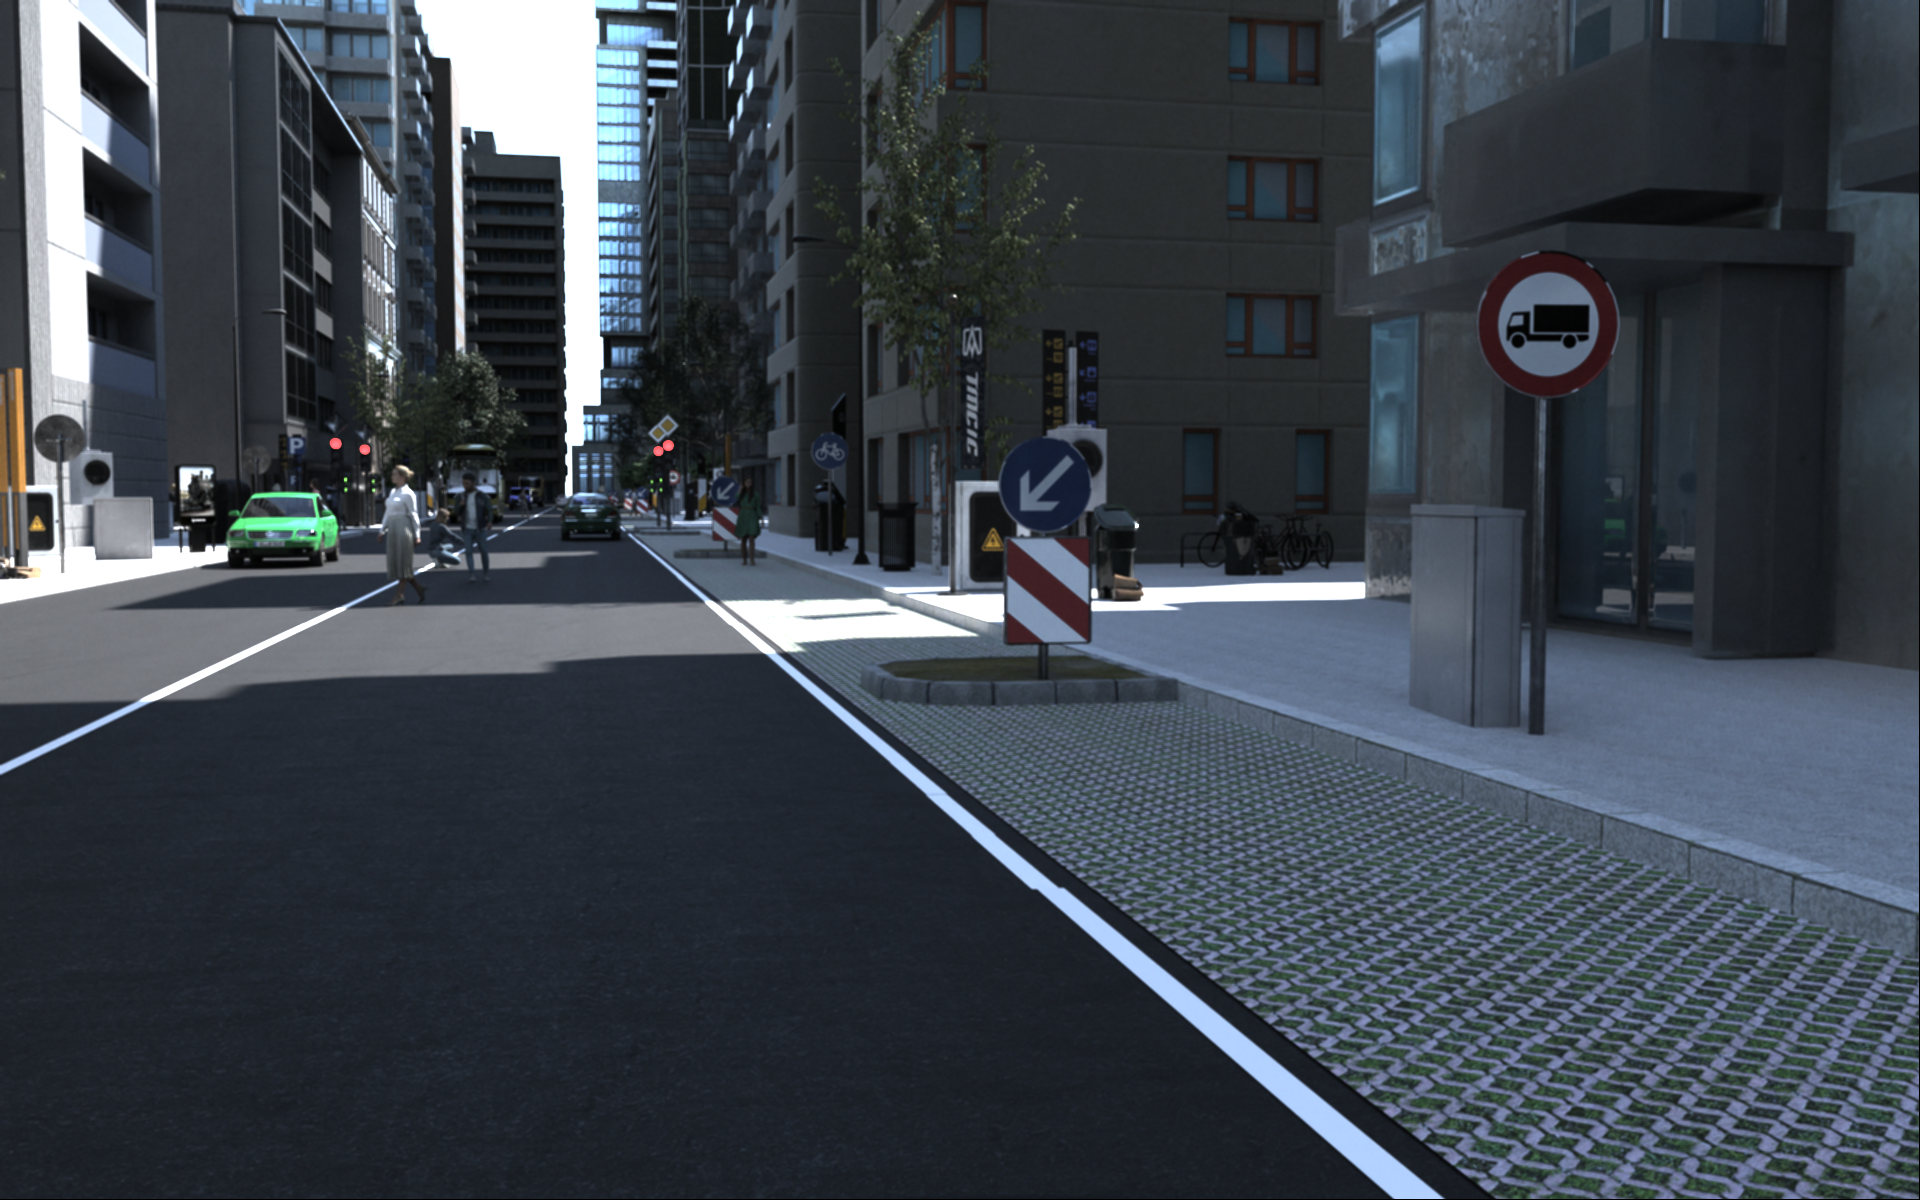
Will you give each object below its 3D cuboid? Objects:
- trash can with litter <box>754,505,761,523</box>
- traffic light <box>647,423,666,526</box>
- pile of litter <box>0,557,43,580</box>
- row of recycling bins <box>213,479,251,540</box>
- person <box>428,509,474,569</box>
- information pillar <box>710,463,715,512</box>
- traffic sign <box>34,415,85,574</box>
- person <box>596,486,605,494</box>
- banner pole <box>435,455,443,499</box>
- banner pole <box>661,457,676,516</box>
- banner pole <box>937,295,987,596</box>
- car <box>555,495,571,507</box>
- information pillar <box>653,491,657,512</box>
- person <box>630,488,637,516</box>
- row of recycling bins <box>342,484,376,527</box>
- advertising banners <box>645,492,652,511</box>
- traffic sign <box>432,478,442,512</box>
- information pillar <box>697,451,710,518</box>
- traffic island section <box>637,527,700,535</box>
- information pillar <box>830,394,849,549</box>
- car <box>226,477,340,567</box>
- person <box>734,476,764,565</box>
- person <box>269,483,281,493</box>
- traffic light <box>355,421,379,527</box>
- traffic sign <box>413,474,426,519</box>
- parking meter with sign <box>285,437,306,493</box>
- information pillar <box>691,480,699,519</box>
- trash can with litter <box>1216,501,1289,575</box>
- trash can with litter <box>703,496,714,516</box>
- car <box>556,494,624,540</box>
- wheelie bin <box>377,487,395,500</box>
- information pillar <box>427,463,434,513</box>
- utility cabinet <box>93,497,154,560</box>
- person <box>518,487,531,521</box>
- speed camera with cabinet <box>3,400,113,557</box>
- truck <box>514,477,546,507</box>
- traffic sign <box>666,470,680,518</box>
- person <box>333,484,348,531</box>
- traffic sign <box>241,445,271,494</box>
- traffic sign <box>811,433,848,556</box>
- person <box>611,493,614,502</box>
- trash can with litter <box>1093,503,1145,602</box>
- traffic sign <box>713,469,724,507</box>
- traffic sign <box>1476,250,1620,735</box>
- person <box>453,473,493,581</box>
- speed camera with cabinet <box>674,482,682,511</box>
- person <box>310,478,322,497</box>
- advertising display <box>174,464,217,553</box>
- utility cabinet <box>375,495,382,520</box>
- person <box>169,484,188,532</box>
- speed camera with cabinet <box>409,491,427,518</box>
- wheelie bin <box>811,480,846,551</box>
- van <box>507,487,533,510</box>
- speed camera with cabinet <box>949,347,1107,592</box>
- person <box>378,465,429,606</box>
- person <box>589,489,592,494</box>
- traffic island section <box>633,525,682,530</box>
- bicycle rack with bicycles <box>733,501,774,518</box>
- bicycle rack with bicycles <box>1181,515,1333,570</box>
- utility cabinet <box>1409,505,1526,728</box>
[{"bbox_3d":[-8.819,-3.735,72.460,1.055,1.170,0.624,3,5,39],"label":"trash can with litter"},{"bbox_3d":[-11.997,-4.885,68.787,0.839,4.253,0.868,-1,4,-12],"label":"traffic light"},{"bbox_3d":[-14.700,-0.767,26.506,1.176,0.858,1.719,-2,4,-32],"label":"pile of litter"},{"bbox_3d":[-20.552,-2.533,48.522,1.069,1.692,3.534,-2,4,-29],"label":"row of recycling bins"},{"bbox_3d":[-10.000,-1.199,33.598,0.738,1.151,1.012,-3,5,-41],"label":"person"},{"bbox_3d":[-17.974,-8.191,125.274,0.504,3.616,0.183,-3,4,-36],"label":"information pillar"},{"bbox_3d":[-14.420,-1.691,27.762,0.768,2.556,0.104,0,4,-8],"label":"traffic sign"},{"bbox_3d":[-15.659,-4.091,75.573,0.537,1.800,0.526,1,4,13],"label":"person"},{"bbox_3d":[-33.166,-7.357,110.302,0.401,3.779,0.863,1,4,23],"label":"banner pole"},{"bbox_3d":[-17.059,-6.828,101.658,0.863,3.779,0.401,0,4,7],"label":"banner pole"},{"bbox_3d":[0.054,-1.936,21.667,0.401,3.779,0.863,-3,5,-39],"label":"banner pole"},{"bbox_3d":[-40.336,-10.060,176.848,2.083,1.381,4.827,-1,4,-14],"label":"car"},{"bbox_3d":[-21.355,-7.960,121.498,0.183,3.616,0.504,3,4,37],"label":"information pillar"},{"bbox_3d":[-20.858,-6.240,110.747,0.641,1.798,0.478,3,4,36],"label":"person"},{"bbox_3d":[-24.006,-3.805,69.318,1.069,1.692,3.534,-1,4,-11],"label":"row of recycling bins"},{"bbox_3d":[-24.112,-8.481,134.849,0.090,3.025,2.074,-2,4,-34],"label":"advertising banners"},{"bbox_3d":[-32.456,-6.444,107.485,0.606,2.300,0.079,0,4,-4],"label":"traffic sign"},{"bbox_3d":[-13.977,-6.262,93.745,0.504,3.616,0.183,1,4,18],"label":"information pillar"},{"bbox_3d":[-10.253,-2.375,61.108,2.009,0.180,2.903,-1,4,-12],"label":"traffic island section"},{"bbox_3d":[-2.827,-2.997,40.348,0.183,3.616,0.504,3,4,36],"label":"information pillar"},{"bbox_3d":[-13.810,-1.630,35.443,1.959,1.807,4.718,-1,4,-14],"label":"car"},{"bbox_3d":[-4.231,-1.585,34.666,0.600,1.795,0.529,-1,4,-15],"label":"person"},{"bbox_3d":[-23.784,-3.152,60.226,0.537,1.800,0.526,-1,4,-15],"label":"person"},{"bbox_3d":[-22.753,-4.741,66.432,0.839,4.253,0.868,-1,4,-12],"label":"traffic light"},{"bbox_3d":[-28.073,-5.374,89.996,0.606,2.300,0.079,-1,4,-12],"label":"traffic sign"},{"bbox_3d":[-20.637,-3.513,53.699,0.543,3.016,1.738,-2,4,-26],"label":"parking meter with sign"},{"bbox_3d":[-13.400,-5.083,87.606,0.304,2.012,0.304,-2,4,-25],"label":"information pillar"},{"bbox_3d":[4.651,-0.986,27.515,1.055,1.170,0.624,-1,4,-12],"label":"trash can with litter"},{"bbox_3d":[-14.358,-5.435,99.920,1.678,1.210,2.233,-2,4,-29],"label":"trash can with litter"},{"bbox_3d":[-11.748,-2.648,55.086,2.131,1.459,4.920,-1,4,-12],"label":"car"},{"bbox_3d":[-26.323,-4.395,79.765,0.980,1.594,0.693,-1,4,-14],"label":"wheelie bin"},{"bbox_3d":[-36.437,-7.823,119.267,0.504,3.616,0.183,-2,4,-27],"label":"information pillar"},{"bbox_3d":[-16.345,-1.388,33.858,1.020,1.237,0.306,-1,4,-21],"label":"utility cabinet"},{"bbox_3d":[-23.022,-5.061,91.582,0.599,1.781,0.374,1,4,21],"label":"person"},{"bbox_3d":[-18.688,-2.541,35.873,0.660,3.252,2.038,3,4,38],"label":"speed camera with cabinet"},{"bbox_3d":[-48.046,-12.125,194.160,3.469,3.379,9.791,-1,4,-12],"label":"truck"},{"bbox_3d":[-15.116,-5.581,91.359,0.768,2.556,0.104,0,4,-3],"label":"traffic sign"},{"bbox_3d":[-23.150,-3.404,64.252,0.767,1.812,0.694,0,4,3],"label":"person"},{"bbox_3d":[-18.410,-2.765,45.314,0.768,2.556,0.104,0,4,-4],"label":"traffic sign"},{"bbox_3d":[-2.701,-2.197,36.029,0.768,2.556,0.104,0,4,-5],"label":"traffic sign"},{"bbox_3d":[-27.148,-7.594,135.257,0.503,1.515,0.523,2,4,32],"label":"person"},{"bbox_3d":[2.003,-0.592,21.070,0.624,1.170,1.055,-1,4,-12],"label":"trash can with litter"},{"bbox_3d":[-9.457,-4.061,68.527,0.606,2.300,0.079,0,4,-8],"label":"traffic sign"},{"bbox_3d":[3.080,-0.555,9.177,0.768,2.556,0.104,0,4,-4],"label":"traffic sign"},{"bbox_3d":[-8.004,-1.202,28.494,0.623,1.781,0.721,-1,4,-19],"label":"person"},{"bbox_3d":[-21.389,-8.381,131.363,0.660,3.252,2.038,0,4,-7],"label":"speed camera with cabinet"},{"bbox_3d":[-16.204,-2.136,43.428,0.388,1.821,0.555,-2,4,-33],"label":"person"},{"bbox_3d":[-16.664,-1.993,37.793,0.123,1.923,0.974,2,4,27],"label":"advertising display"},{"bbox_3d":[-28.464,-4.557,85.675,1.020,1.237,0.306,-2,4,-34],"label":"utility cabinet"},{"bbox_3d":[-28.242,-3.333,63.217,1.509,1.804,0.699,0,4,-7],"label":"person"},{"bbox_3d":[-30.270,-6.140,94.723,2.038,3.252,0.660,-1,4,-9],"label":"speed camera with cabinet"},{"bbox_3d":[-2.962,-1.896,38.916,0.693,1.594,0.980,-1,4,-19],"label":"wheelie bin"},{"bbox_3d":[-39.771,-9.320,156.773,2.240,2.365,5.245,-1,4,-12],"label":"van"},{"bbox_3d":[0.905,-1.758,23.085,2.038,3.252,0.660,-1,4,-15],"label":"speed camera with cabinet"},{"bbox_3d":[-7.158,-0.832,22.334,0.641,1.798,0.478,-3,5,-43],"label":"person"},{"bbox_3d":[-29.682,-8.016,139.576,0.388,1.821,0.555,0,4,-4],"label":"person"},{"bbox_3d":[-11.956,-2.852,68.910,2.009,0.180,2.903,-1,4,-12],"label":"traffic island section"},{"bbox_3d":[-10.865,-4.530,87.450,2.925,0.926,2.852,3,4,36],"label":"bicycle rack with bicycles"},{"bbox_3d":[5.296,-1.013,29.946,2.925,0.926,2.852,-2,4,-29],"label":"bicycle rack with bicycles"},{"bbox_3d":[2.913,0.072,9.992,0.306,1.237,1.020,0,4,-5],"label":"utility cabinet"}]
